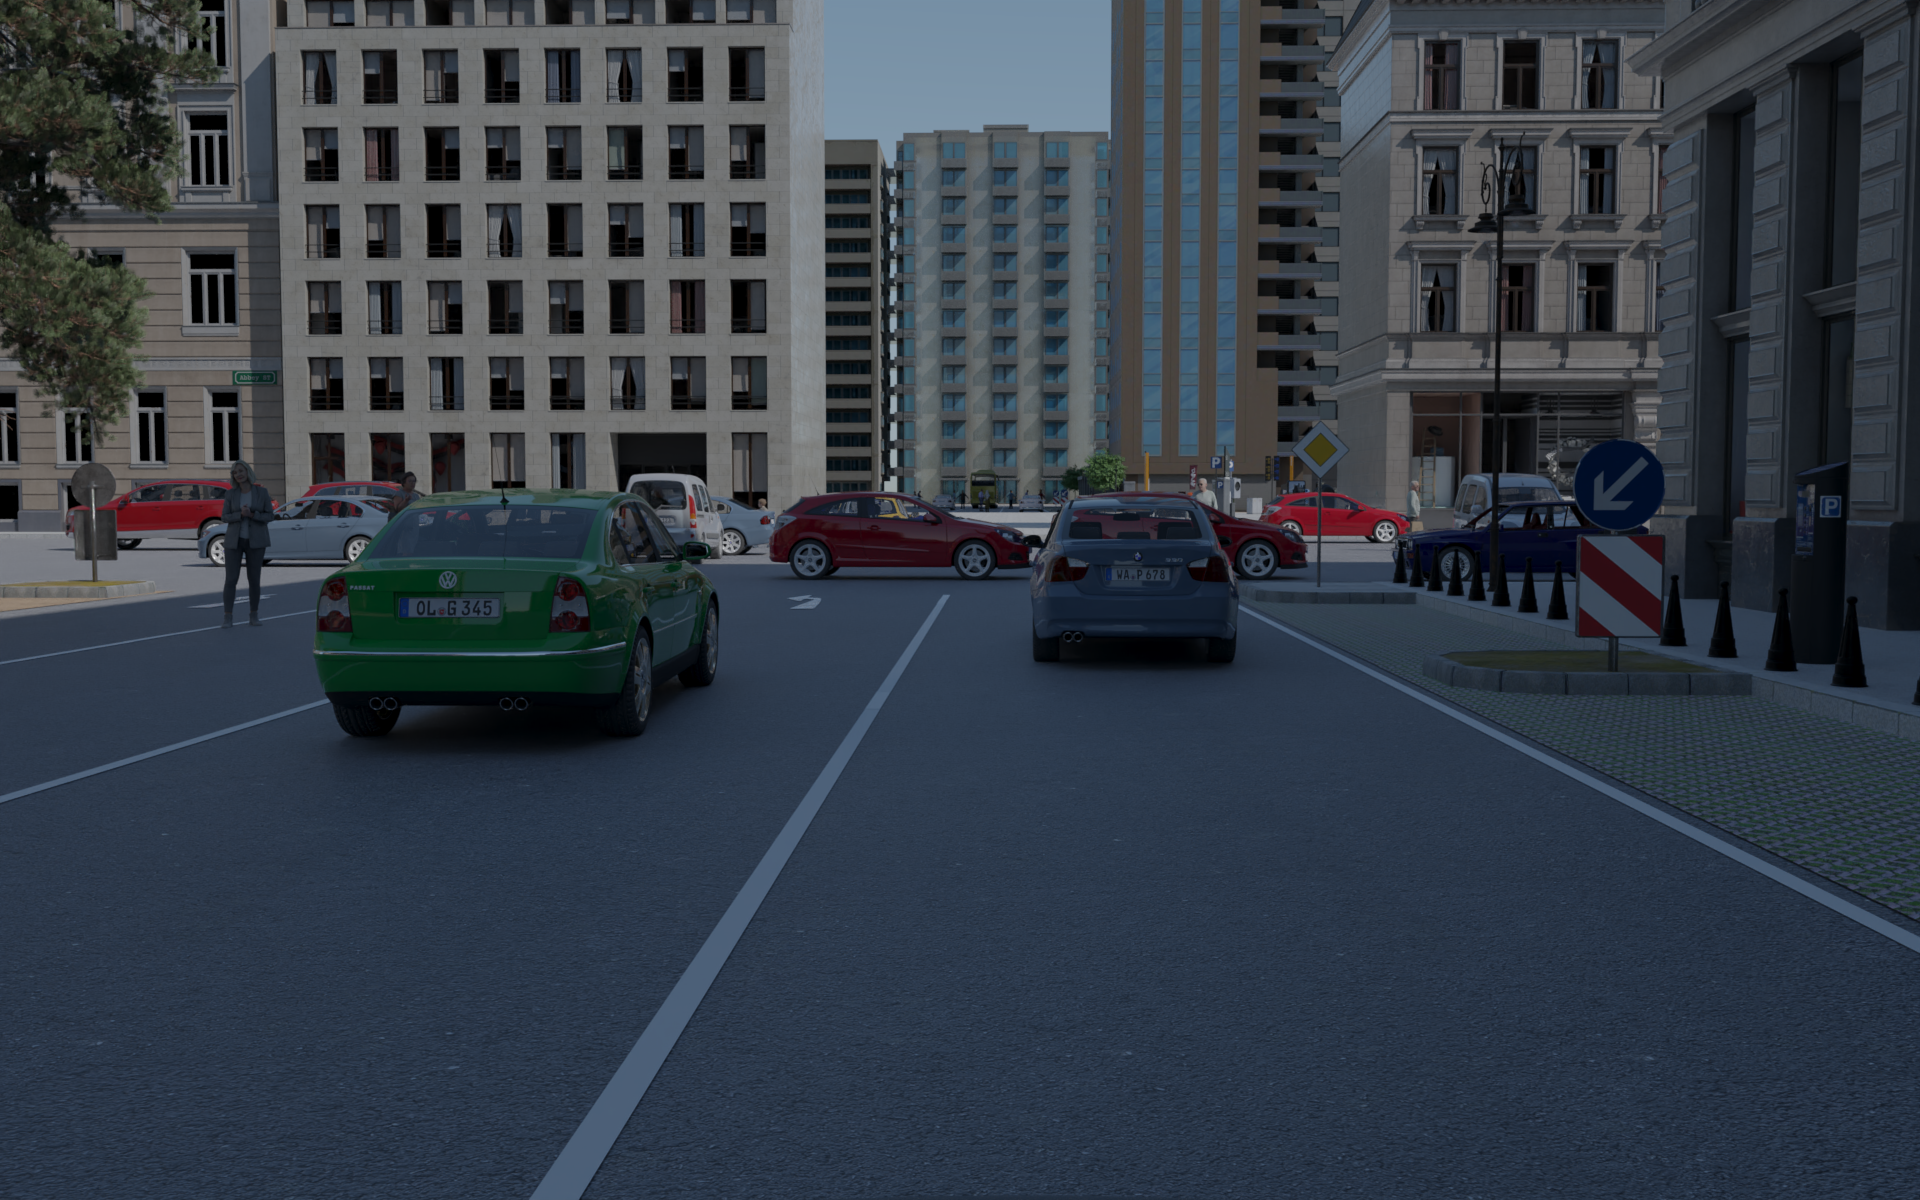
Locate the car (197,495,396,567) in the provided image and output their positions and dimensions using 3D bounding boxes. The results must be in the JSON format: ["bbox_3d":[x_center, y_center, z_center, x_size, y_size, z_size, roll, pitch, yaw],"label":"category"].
[{"bbox_3d":[-12.873,-1.382,34.604,4.499,1.417,2.014,0,4,3],"label":"car"}]

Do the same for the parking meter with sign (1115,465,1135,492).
[{"bbox_3d":[10.280,-6.649,104.970,1.738,3.016,0.543,0,4,5],"label":"parking meter with sign"}]

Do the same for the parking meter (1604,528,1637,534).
[{"bbox_3d":[8.925,-1.080,23.365,0.255,1.863,0.399,-3,4,-37],"label":"parking meter"}]

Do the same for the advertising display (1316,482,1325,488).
[{"bbox_3d":[19.094,-5.293,91.758,0.123,1.923,0.974,3,4,36],"label":"advertising display"}]

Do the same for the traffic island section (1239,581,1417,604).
[{"bbox_3d":[4.965,-0.098,23.890,2.009,0.180,2.903,0,4,2],"label":"traffic island section"}]

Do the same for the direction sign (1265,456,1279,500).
[{"bbox_3d":[18.519,-6.775,102.761,0.876,3.537,0.379,2,4,32],"label":"direction sign"}]

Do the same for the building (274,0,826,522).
[{"bbox_3d":[-13.735,-12.656,61.675,16.860,20.320,10.420,0,4,2],"label":"building"}]

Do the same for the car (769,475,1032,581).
[{"bbox_3d":[-1.006,-1.255,29.568,4.494,1.783,2.155,0,4,3],"label":"car"}]

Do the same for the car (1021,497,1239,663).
[{"bbox_3d":[1.557,-0.248,16.060,2.014,1.417,4.499,0,4,3],"label":"car"}]

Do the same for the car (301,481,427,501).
[{"bbox_3d":[-16.898,-2.598,51.144,5.304,1.827,2.281,0,4,1],"label":"car"}]

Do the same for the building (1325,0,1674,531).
[{"bbox_3d":[15.534,-12.864,61.235,40.483,20.767,10.553,0,4,2],"label":"building"}]

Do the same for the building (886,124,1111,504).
[{"bbox_3d":[5.902,-37.160,227.175,30.456,49.044,23.786,0,4,2],"label":"building"}]

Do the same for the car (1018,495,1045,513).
[{"bbox_3d":[5.490,-7.375,132.935,2.083,1.381,4.827,0,4,3],"label":"car"}]

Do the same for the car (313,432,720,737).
[{"bbox_3d":[-2.742,-0.172,11.608,1.959,1.807,4.718,0,4,1],"label":"car"}]

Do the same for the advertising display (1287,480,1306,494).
[{"bbox_3d":[15.926,-4.700,82.062,0.974,1.923,0.123,-2,4,-23],"label":"advertising display"}]

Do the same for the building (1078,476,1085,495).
[{"bbox_3d":[27.859,-29.151,168.503,32.217,40.220,23.993,0,4,2],"label":"building"}]

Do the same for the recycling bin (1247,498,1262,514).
[{"bbox_3d":[18.755,-5.980,110.323,0.722,1.027,0.722,-1,4,-19],"label":"recycling bin"}]

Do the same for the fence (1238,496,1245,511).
[{"bbox_3d":[18.041,-6.326,114.629,2.264,1.192,0.480,0,4,-5],"label":"fence"}]

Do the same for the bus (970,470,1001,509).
[{"bbox_3d":[2.519,-11.134,173.583,2.896,3.916,12.252,0,4,3],"label":"bus"}]

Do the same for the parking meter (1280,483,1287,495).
[{"bbox_3d":[17.257,-5.289,92.192,0.399,1.863,0.255,0,4,5],"label":"parking meter"}]

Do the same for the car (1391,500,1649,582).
[{"bbox_3d":[9.079,-0.954,28.185,3.894,1.354,1.945,0,4,3],"label":"car"}]

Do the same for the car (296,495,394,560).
[{"bbox_3d":[-12.948,-1.599,38.142,4.499,1.417,2.014,0,4,1],"label":"car"}]

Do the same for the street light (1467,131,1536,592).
[{"bbox_3d":[7.018,-3.047,22.603,0.468,5.910,1.993,0,4,2],"label":"street light"}]

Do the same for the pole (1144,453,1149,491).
[{"bbox_3d":[9.182,-5.594,85.298,0.158,3.312,0.155,0,3,0],"label":"pole"}]

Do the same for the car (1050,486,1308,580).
[{"bbox_3d":[3.700,-1.262,29.670,4.494,1.783,2.155,0,4,3],"label":"car"}]

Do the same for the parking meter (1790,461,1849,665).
[{"bbox_3d":[6.523,-0.291,13.161,0.372,1.533,0.369,0,3,0],"label":"parking meter"}]

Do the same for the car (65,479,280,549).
[{"bbox_3d":[-20.187,-2.189,44.465,5.304,1.827,2.281,0,4,0],"label":"car"}]

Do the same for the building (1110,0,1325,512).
[{"bbox_3d":[18.506,-29.249,128.337,14.600,45.320,14.200,0,4,2],"label":"building"}]

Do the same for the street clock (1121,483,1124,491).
[{"bbox_3d":[10.758,-6.656,113.390,0.358,2.002,0.471,3,5,41],"label":"street clock"}]

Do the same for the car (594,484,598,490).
[{"bbox_3d":[-7.422,-1.130,28.259,4.222,1.686,2.009,0,4,2],"label":"car"}]

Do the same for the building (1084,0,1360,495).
[{"bbox_3d":[21.254,-43.256,145.486,20.563,71.187,20.611,0,4,2],"label":"building"}]

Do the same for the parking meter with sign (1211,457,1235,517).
[{"bbox_3d":[12.395,-5.207,81.388,0.543,3.016,1.738,2,4,34],"label":"parking meter with sign"}]

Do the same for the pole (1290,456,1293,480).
[{"bbox_3d":[17.644,-6.018,92.234,0.158,3.312,0.155,0,3,0],"label":"pole"}]

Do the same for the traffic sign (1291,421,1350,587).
[{"bbox_3d":[4.941,-1.234,23.814,0.795,2.450,0.064,0,4,2],"label":"traffic sign"}]

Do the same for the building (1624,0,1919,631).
[{"bbox_3d":[13.380,-11.216,12.263,11.050,23.489,19.941,0,4,2],"label":"building"}]

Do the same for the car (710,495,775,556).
[{"bbox_3d":[-6.566,-1.777,41.051,4.499,1.417,2.014,0,4,1],"label":"car"}]

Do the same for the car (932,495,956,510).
[{"bbox_3d":[-1.437,-8.605,153.055,2.083,1.381,4.827,0,4,3],"label":"car"}]

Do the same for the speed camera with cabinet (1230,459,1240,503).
[{"bbox_3d":[15.119,-6.339,97.982,0.660,3.252,2.038,3,5,39],"label":"speed camera with cabinet"}]

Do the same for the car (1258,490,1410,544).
[{"bbox_3d":[11.057,-2.565,50.984,4.494,1.783,2.155,0,4,3],"label":"car"}]

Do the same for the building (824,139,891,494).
[{"bbox_3d":[-20.330,-36.837,225.992,21.600,48.544,21.300,0,4,2],"label":"building"}]

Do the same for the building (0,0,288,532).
[{"bbox_3d":[-32.159,-17.000,63.850,20.117,28.700,13.634,0,4,2],"label":"building"}]
